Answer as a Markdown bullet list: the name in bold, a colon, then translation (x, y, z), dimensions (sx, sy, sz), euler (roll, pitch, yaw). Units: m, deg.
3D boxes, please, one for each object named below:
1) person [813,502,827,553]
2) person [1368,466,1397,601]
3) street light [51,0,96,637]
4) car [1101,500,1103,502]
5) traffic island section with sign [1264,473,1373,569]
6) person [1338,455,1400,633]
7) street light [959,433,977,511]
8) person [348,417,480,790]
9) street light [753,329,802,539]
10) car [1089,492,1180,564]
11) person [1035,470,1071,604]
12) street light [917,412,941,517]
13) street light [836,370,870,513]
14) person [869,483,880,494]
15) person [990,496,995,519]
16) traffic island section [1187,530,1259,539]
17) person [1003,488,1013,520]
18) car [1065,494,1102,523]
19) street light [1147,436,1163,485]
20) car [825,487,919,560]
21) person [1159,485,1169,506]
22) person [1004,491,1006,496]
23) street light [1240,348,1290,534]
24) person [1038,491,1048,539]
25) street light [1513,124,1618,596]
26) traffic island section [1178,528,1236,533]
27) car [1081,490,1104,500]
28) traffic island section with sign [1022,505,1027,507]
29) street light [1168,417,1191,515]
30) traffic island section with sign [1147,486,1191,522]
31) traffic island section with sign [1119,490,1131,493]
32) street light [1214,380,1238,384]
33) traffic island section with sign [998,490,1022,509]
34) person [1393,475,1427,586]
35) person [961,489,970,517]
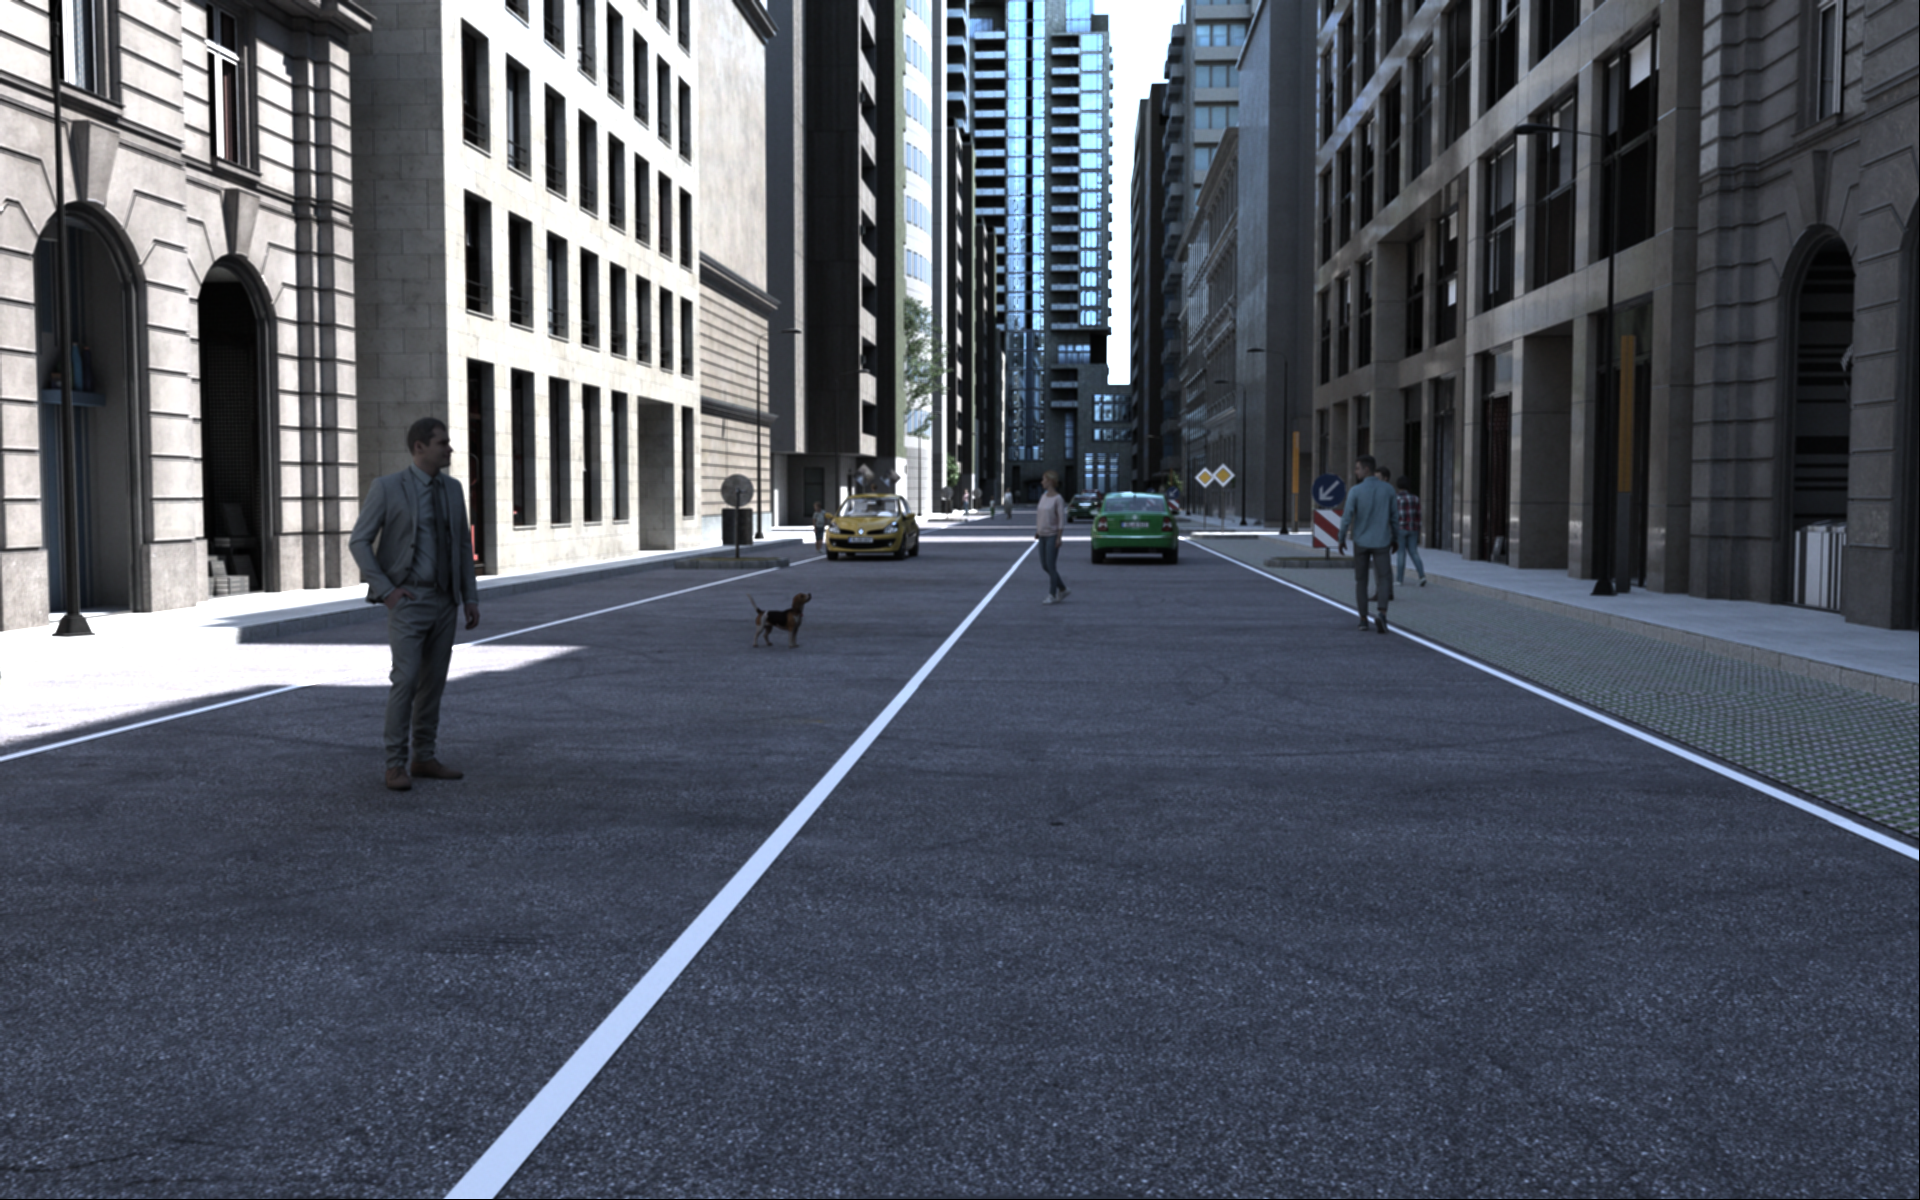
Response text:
- **person**: translation (-3.399, -1.769, 42.110), dimensions (0.332, 1.250, 0.352), euler (1, 4, 21)
- **person**: translation (5.565, -0.885, 23.165), dimensions (0.583, 1.804, 0.606), euler (0, 4, -7)
- **street light**: translation (-7.494, -2.626, 15.478), dimensions (1.470, 5.913, 1.316), euler (0, 4, 4)
- **car**: translation (8.754, -5.342, 96.142), dimensions (1.959, 1.807, 4.718), euler (0, 4, 2)
- **traffic island section with sign**: translation (7.032, -1.555, 34.057), dimensions (1.989, 1.847, 2.006), euler (0, 4, 4)
- **person**: translation (4.262, -0.594, 18.069), dimensions (0.638, 1.841, 0.748), euler (1, 4, 14)
- **street light**: translation (0.590, -9.744, 131.860), dimensions (1.470, 5.913, 1.316), euler (0, 4, 4)
- **person**: translation (-2.696, -0.003, 8.648), dimensions (0.391, 1.810, 0.635), euler (2, 4, 28)
- **street light**: translation (-5.147, -4.669, 48.874), dimensions (1.470, 5.913, 1.316), euler (0, 4, 4)
- **car**: translation (3.727, -1.724, 36.988), dimensions (1.959, 1.807, 4.718), euler (0, 4, 6)
- **person**: translation (1.221, -0.825, 22.662), dimensions (0.598, 1.740, 0.731), euler (-3, 5, -40)
- **street light**: translation (-1.753, -7.699, 98.425), dimensions (1.470, 5.913, 1.316), euler (0, 4, 4)
- **street light**: translation (-4.070, -5.642, 64.780), dimensions (1.470, 5.913, 1.316), euler (0, 4, 4)
- **person**: translation (-2.547, -2.575, 51.147), dimensions (0.519, 1.759, 0.362), euler (-2, 4, -32)
- **person**: translation (1.825, -5.202, 97.808), dimensions (0.306, 1.304, 0.590), euler (1, 4, 16)
- **traffic island section**: translation (8.536, -2.072, 56.156), dimensions (2.009, 0.180, 2.903), euler (0, 4, 4)
- **person**: translation (2.737, -5.428, 97.466), dimensions (0.478, 1.798, 0.641), euler (3, 4, 38)
- **car**: translation (6.330, -4.608, 87.141), dimensions (2.131, 1.459, 4.920), euler (0, 4, 5)
- **street light**: translation (15.633, -10.146, 138.426), dimensions (1.470, 5.913, 1.316), euler (0, 4, 4)
- **car**: translation (-1.937, -1.746, 38.773), dimensions (2.015, 1.641, 3.980), euler (0, 4, 5)
- **person**: translation (8.337, -3.876, 72.057), dimensions (0.709, 1.800, 0.728), euler (0, 3, 0)
- **person**: translation (4.181, -9.109, 158.344), dimensions (0.530, 1.710, 0.541), euler (2, 4, 24)
- **street light**: translation (9.830, -5.060, 55.272), dimensions (1.470, 5.913, 1.316), euler (0, 4, 4)
- **person**: translation (2.627, -2.696, 52.600), dimensions (0.620, 1.820, 0.660), euler (-1, 4, -21)
- **street light**: translation (7.640, -3.017, 21.865), dimensions (1.470, 5.913, 1.316), euler (0, 4, 4)
- **traffic island section**: translation (9.081, -2.559, 64.122), dimensions (2.009, 0.180, 2.903), euler (0, 4, 4)
- **car**: translation (11.059, -8.445, 146.756), dimensions (2.281, 1.827, 5.304), euler (0, 4, 5)
- **traffic island section with sign**: translation (6.525, -11.330, 193.868), dimensions (1.989, 1.847, 2.006), euler (0, 4, 4)
- **street light**: translation (13.271, -8.081, 104.666), dimensions (1.470, 5.913, 1.316), euler (0, 4, 4)
- **traffic island section with sign**: translation (10.759, -4.895, 88.664), dimensions (1.989, 1.847, 2.006), euler (0, 4, 4)
- **traffic island section with sign**: translation (17.874, -11.248, 192.533), dimensions (1.989, 1.847, 2.006), euler (0, 4, 4)
- **street light**: translation (11.067, -6.008, 70.774), dimensions (1.470, 5.913, 1.316), euler (0, 4, 4)
- **traffic island section with sign**: translation (4.683, -9.685, 166.976), dimensions (1.989, 1.847, 2.006), euler (0, 4, 4)
- **person**: translation (6.920, -1.072, 26.867), dimensions (0.563, 1.720, 0.643), euler (-1, 4, -17)
- **person**: translation (0.388, -6.032, 107.711), dimensions (0.643, 1.750, 0.593), euler (-2, 4, -28)
